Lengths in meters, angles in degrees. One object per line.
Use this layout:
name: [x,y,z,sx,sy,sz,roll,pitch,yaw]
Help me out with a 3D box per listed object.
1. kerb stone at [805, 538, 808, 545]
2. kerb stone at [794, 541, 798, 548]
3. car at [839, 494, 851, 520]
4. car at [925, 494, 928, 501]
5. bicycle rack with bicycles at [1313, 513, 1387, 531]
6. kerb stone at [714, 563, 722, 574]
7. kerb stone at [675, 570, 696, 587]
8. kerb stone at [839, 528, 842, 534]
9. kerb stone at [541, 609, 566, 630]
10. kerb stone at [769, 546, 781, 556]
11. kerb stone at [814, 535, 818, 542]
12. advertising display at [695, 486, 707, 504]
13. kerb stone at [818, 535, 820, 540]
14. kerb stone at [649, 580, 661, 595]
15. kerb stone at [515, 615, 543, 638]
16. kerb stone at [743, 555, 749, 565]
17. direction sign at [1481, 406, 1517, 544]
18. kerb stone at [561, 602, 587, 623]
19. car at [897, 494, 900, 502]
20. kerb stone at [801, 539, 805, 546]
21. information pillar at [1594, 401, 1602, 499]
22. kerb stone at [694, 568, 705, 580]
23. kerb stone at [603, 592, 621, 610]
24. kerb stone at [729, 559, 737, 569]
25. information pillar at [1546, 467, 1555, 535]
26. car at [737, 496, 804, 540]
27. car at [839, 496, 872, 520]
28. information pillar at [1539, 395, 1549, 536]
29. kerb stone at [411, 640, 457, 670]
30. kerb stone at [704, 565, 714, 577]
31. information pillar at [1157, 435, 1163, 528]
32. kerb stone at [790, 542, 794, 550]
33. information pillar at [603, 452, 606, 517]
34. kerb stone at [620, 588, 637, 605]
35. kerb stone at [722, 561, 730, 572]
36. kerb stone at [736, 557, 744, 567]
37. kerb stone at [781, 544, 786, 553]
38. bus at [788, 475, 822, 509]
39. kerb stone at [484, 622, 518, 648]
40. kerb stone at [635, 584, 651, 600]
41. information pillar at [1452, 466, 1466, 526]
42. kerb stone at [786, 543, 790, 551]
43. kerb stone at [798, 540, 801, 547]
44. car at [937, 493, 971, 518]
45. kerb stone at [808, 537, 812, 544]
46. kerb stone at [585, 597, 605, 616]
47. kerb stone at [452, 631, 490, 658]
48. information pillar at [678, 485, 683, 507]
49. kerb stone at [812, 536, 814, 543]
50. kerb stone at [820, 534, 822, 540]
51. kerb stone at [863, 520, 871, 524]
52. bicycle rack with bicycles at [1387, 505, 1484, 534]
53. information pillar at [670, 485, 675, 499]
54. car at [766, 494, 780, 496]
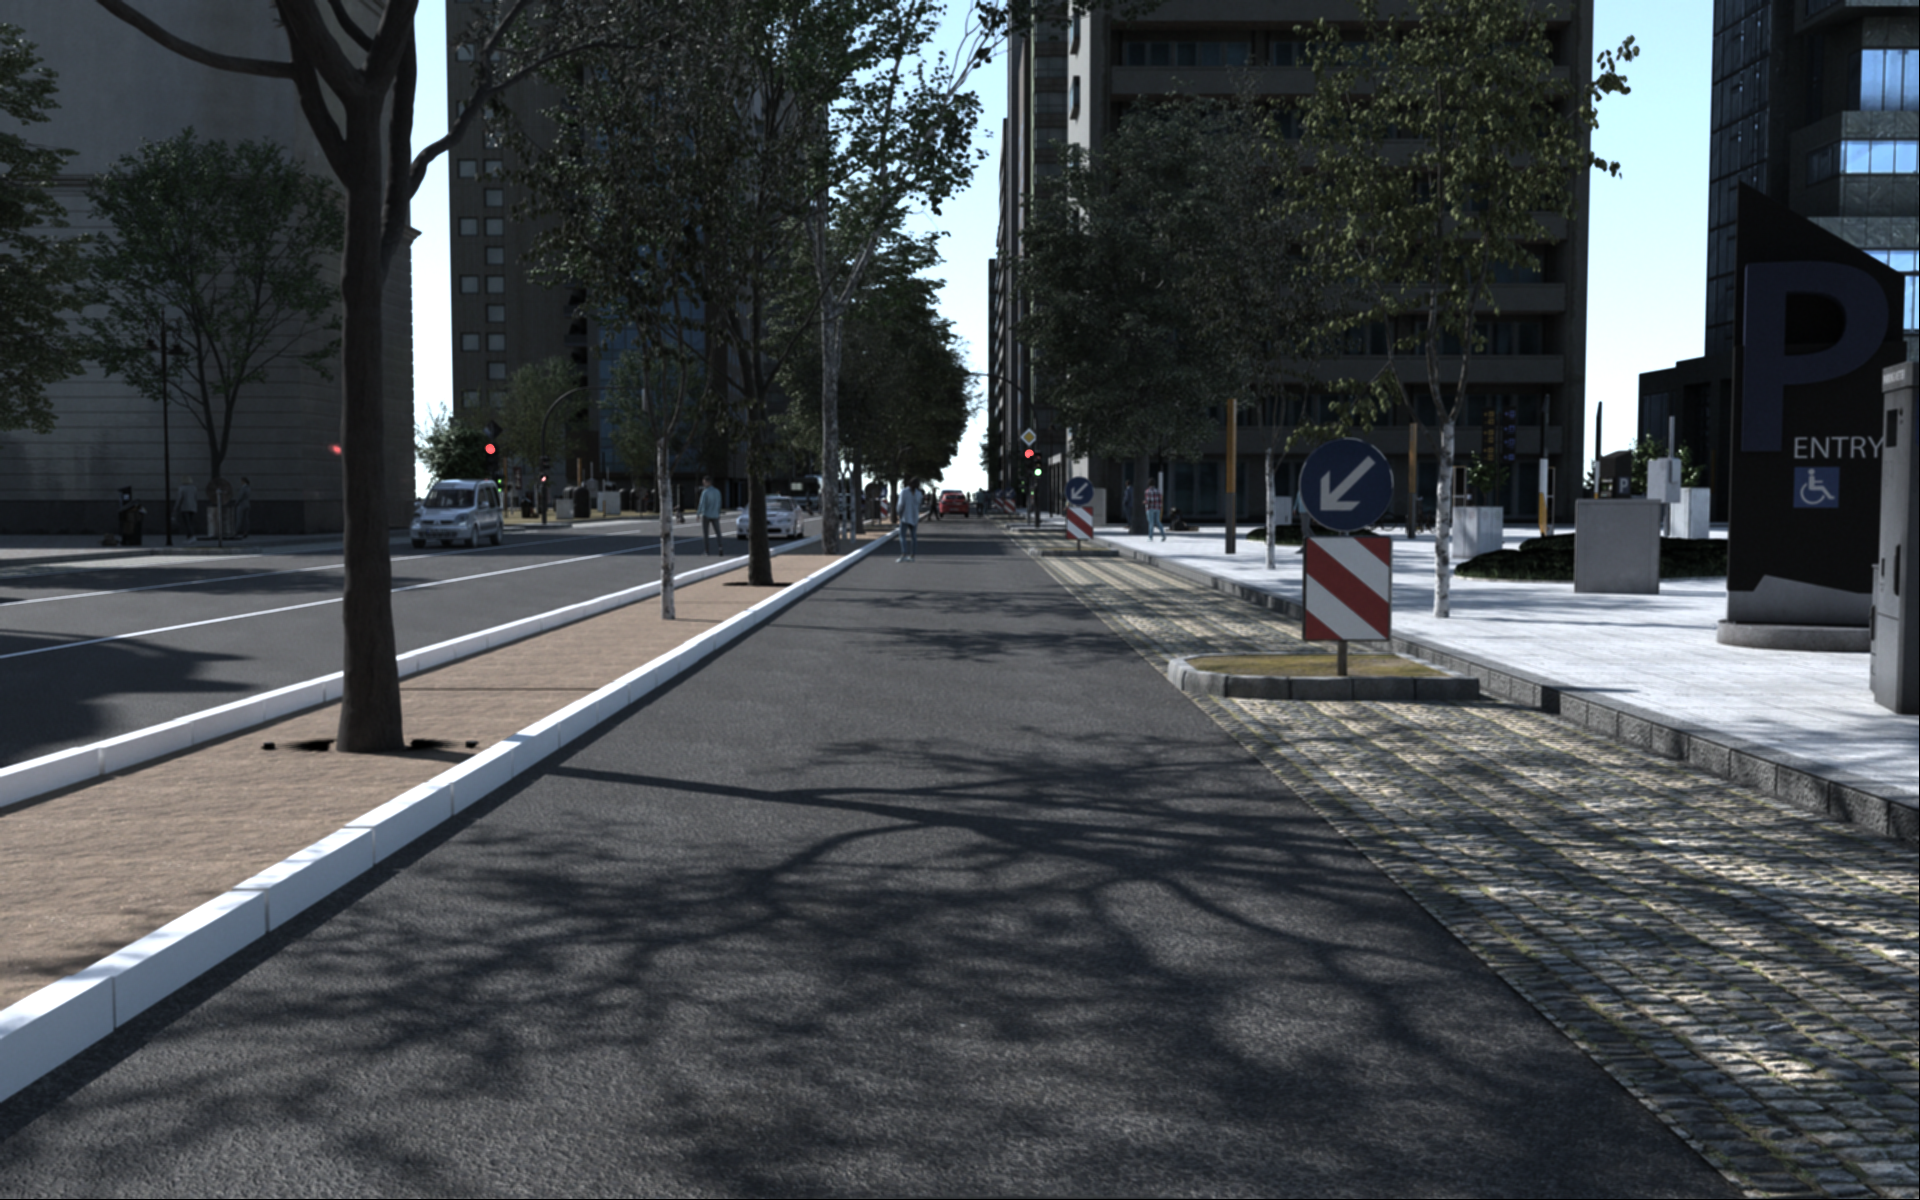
kerb stone: [-4.403,-1.592,48.217,0.120,0.150,1.000,0,3,0]
kerb stone: [-4.404,-1.401,45.148,0.120,0.150,1.000,0,3,0]
car: [-6.037,-4.866,89.343,2.009,1.686,4.222,0,4,-1]
car: [-5.517,-18.191,306.463,2.155,1.783,4.494,0,4,1]
bicycle rack with bicycles: [14.008,-2.928,61.263,2.925,0.926,2.852,2,4,26]
kerb stone: [-4.403,-0.524,30.800,0.120,0.150,1.000,0,3,0]
kerb stone: [-4.412,-0.338,27.729,0.120,0.150,1.000,0,3,0]
kerb stone: [-4.387,-2.590,64.598,0.120,0.150,1.000,0,3,0]
kerb stone: [-4.411,0.226,18.522,0.120,0.150,1.000,0,3,0]
kerb stone: [-4.405,-1.153,41.049,0.120,0.150,1.000,0,3,0]
kerb stone: [-4.392,-1.774,51.290,0.120,0.150,1.000,0,3,0]
advertising display: [-20.586,-8.109,137.800,0.974,1.923,0.123,-1,4,-10]
kerb stone: [-4.394,-1.837,52.312,0.120,0.150,1.000,0,3,0]
kerb stone: [-4.406,-0.151,24.663,0.120,0.150,1.000,0,3,0]
kerb stone: [-4.418,0.288,17.495,0.120,0.150,1.000,0,3,0]
kerb stone: [-4.401,-0.773,34.893,0.120,0.150,1.000,0,3,0]
direction sign: [13.944,-3.234,44.870,0.876,3.537,0.379,2,4,35]
kerb stone: [-4.413,0.162,19.548,0.120,0.150,1.000,0,3,0]
car: [-9.344,-16.120,272.349,1.959,1.807,4.718,0,4,2]
kerb stone: [-4.399,-1.528,47.193,0.120,0.150,1.000,0,3,0]
information pillar: [16.029,-3.190,43.519,0.183,3.616,0.504,2,4,27]
kerb stone: [-4.413,-0.401,28.756,0.120,0.150,1.000,0,3,0]
kerb stone: [-4.412,0.037,21.596,0.120,0.150,1.000,0,3,0]
kerb stone: [-4.396,-0.651,32.847,0.120,0.150,1.000,0,3,0]
information pillar: [16.039,-2.613,47.214,0.304,2.012,0.304,1,4,20]
car: [-6.103,-2.672,56.044,2.083,1.381,4.827,0,4,0]
car: [-5.716,-5.062,95.343,1.945,1.354,3.894,0,4,0]
information pillar: [13.757,-3.024,40.801,0.183,3.616,0.504,2,4,31]
kerb stone: [-4.415,0.475,14.424,0.120,0.150,1.000,0,3,0]
kerb stone: [-4.403,-0.464,29.778,0.120,0.150,1.000,0,3,0]
information pillar: [7.523,-4.500,64.934,0.183,3.616,0.504,1,4,17]
kerb stone: [-4.396,-1.341,44.125,0.120,0.150,1.000,0,3,0]
information pillar: [-19.773,-6.411,96.176,0.183,3.616,0.504,-1,4,-10]
kerb stone: [-4.409,-0.022,22.618,0.120,0.150,1.000,0,3,0]
kerb stone: [-4.401,-0.589,31.824,0.120,0.150,1.000,0,3,0]
kerb stone: [-4.405,-0.714,33.869,0.120,0.150,1.000,0,3,0]
kerb stone: [-4.403,-1.216,42.077,0.120,0.150,1.000,0,3,0]
bus: [-14.202,-10.370,164.411,2.948,3.499,13.247,0,4,1]
kerb stone: [-4.413,0.350,16.473,0.120,0.150,1.000,0,3,0]
kerb stone: [-4.407,-0.088,23.640,0.120,0.150,1.000,0,3,0]
information pillar: [13.152,-2.518,45.655,0.304,2.012,0.304,1,4,10]
kerb stone: [-4.394,-1.279,43.103,0.120,0.150,1.000,0,3,0]
kerb stone: [-4.401,-1.466,46.170,0.120,0.150,1.000,0,3,0]
car: [-0.367,-5.932,106.020,2.155,1.783,4.494,0,4,0]
kerb stone: [-4.392,-1.654,49.240,0.120,0.150,1.000,0,3,0]
kerb stone: [-4.411,0.105,20.571,0.120,0.150,1.000,0,3,0]
kerb stone: [-4.416,0.413,15.450,0.120,0.150,1.000,0,3,0]
information pillar: [-22.238,-8.147,137.693,0.304,2.012,0.304,-2,4,-30]
kerb stone: [-4.400,-1.717,50.268,0.120,0.150,1.000,0,3,0]
kerb stone: [-4.398,-1.905,53.334,0.120,0.150,1.000,0,3,0]
kerb stone: [-4.385,-3.635,81.619,0.120,0.150,1.000,0,3,0]
bicycle rack with bicycles: [15.795,-2.616,56.147,2.852,0.926,2.925,2,4,33]
information pillar: [-23.988,-8.564,144.507,0.304,2.012,0.304,3,5,41]
car: [-10.969,-5.358,99.394,2.131,1.459,4.920,0,4,-1]
